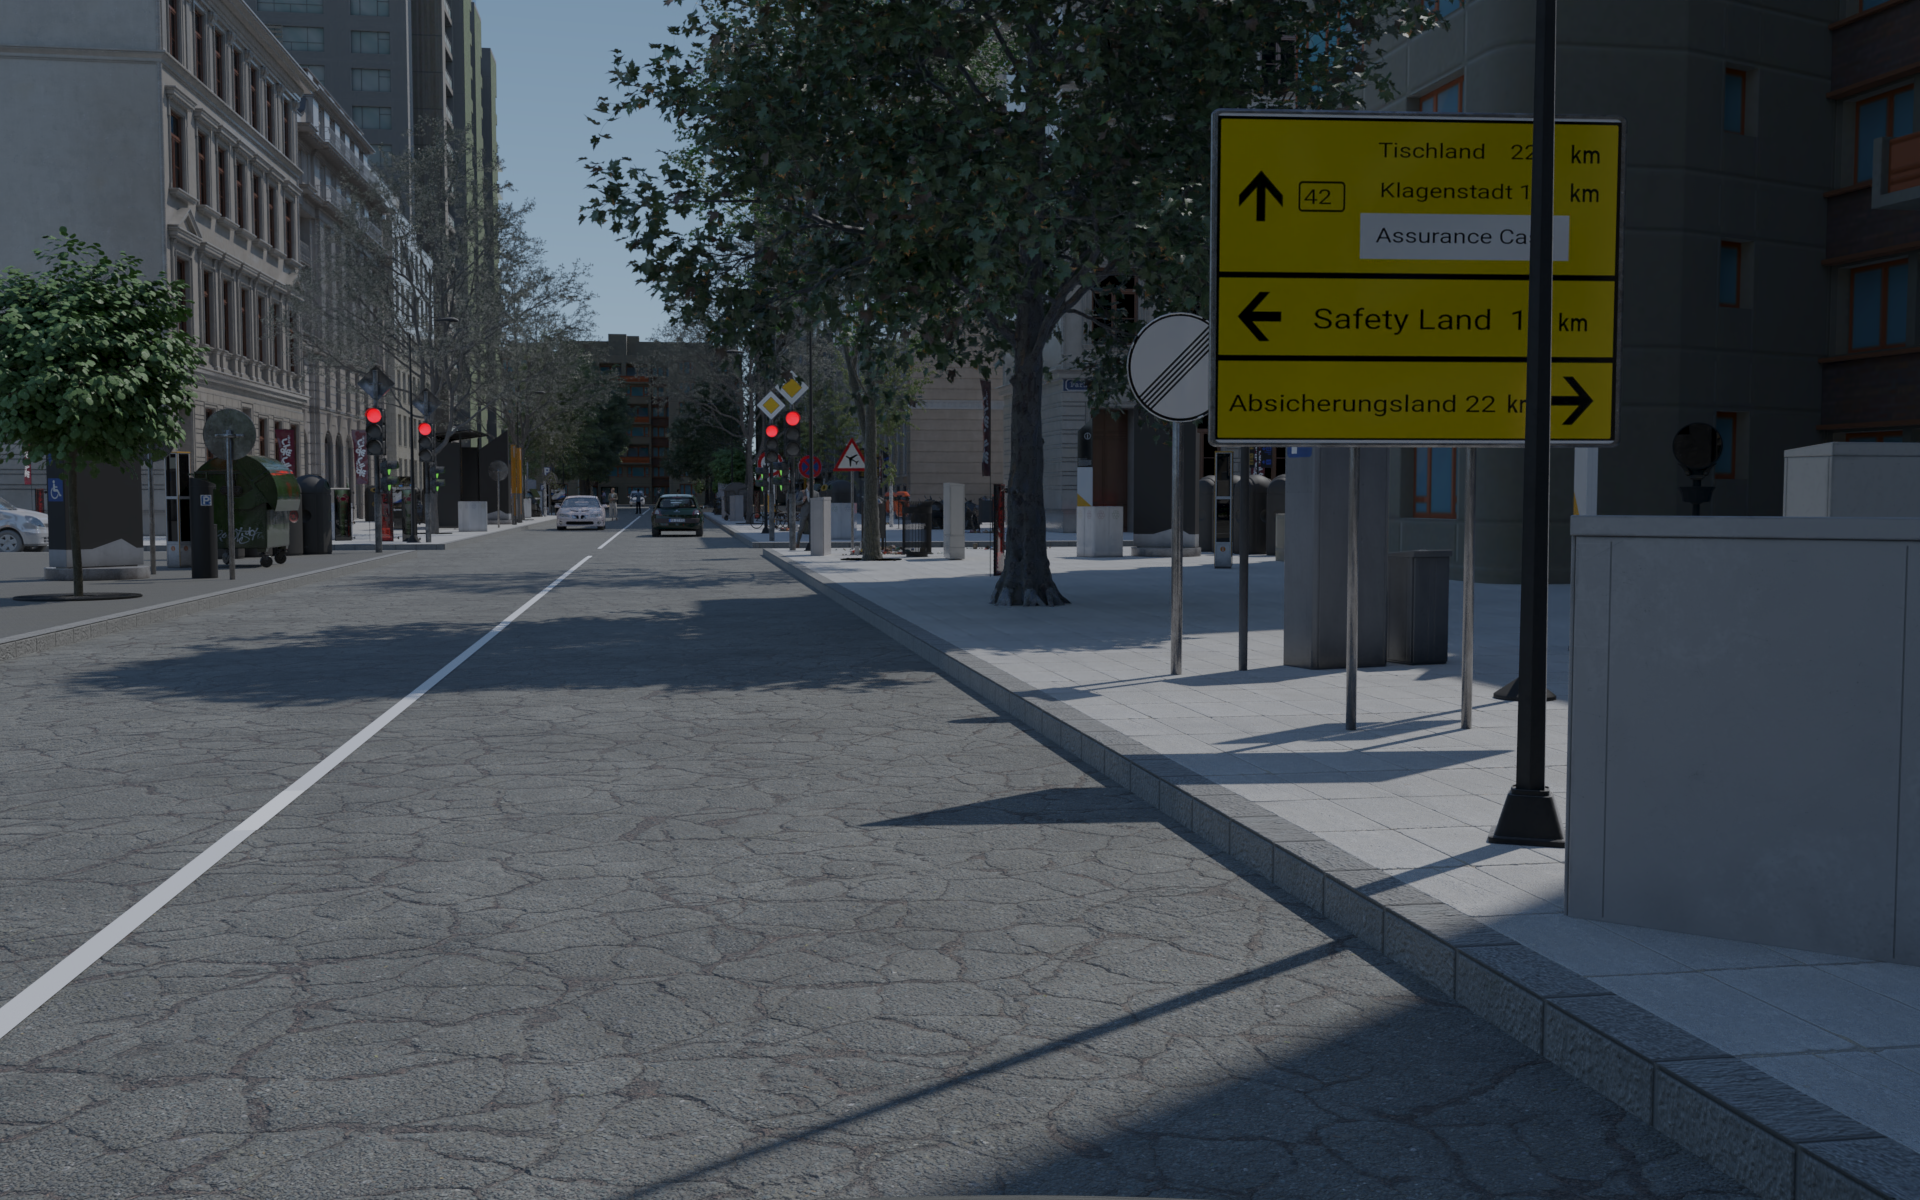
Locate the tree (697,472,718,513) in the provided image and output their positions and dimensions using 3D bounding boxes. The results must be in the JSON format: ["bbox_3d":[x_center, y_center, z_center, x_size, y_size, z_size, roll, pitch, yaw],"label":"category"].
[{"bbox_3d":[-16.403,-7.509,117.366,1.663,3.219,1.824,0,3,0],"label":"tree"}]

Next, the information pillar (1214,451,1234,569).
[{"bbox_3d":[4.545,-1.550,29.828,0.304,2.012,0.304,1,4,13],"label":"information pillar"}]

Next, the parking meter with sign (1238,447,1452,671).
[{"bbox_3d":[2.819,-1.013,12.822,1.738,3.016,0.543,-1,4,-23],"label":"parking meter with sign"}]

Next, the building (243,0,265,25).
[{"bbox_3d":[-42.930,-26.982,124.750,14.154,41.232,14.086,-1,4,-10],"label":"building"}]

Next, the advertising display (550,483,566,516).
[{"bbox_3d":[-24.050,-6.016,103.570,0.974,1.923,0.123,-3,5,-39],"label":"advertising display"}]

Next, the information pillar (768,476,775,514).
[{"bbox_3d":[-7.259,-4.606,66.661,0.183,3.616,0.504,-2,4,-32],"label":"information pillar"}]

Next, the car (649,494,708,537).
[{"bbox_3d":[-9.668,-3.034,59.384,2.009,1.686,4.222,0,4,-8],"label":"car"}]

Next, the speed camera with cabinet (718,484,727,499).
[{"bbox_3d":[-14.584,-7.190,111.890,2.038,3.252,0.660,1,4,19],"label":"speed camera with cabinet"}]

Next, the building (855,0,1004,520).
[{"bbox_3d":[2.036,-18.851,94.124,13.634,28.700,20.117,-1,4,-10],"label":"building"}]

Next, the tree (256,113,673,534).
[{"bbox_3d":[-16.773,-8.862,55.258,12.009,13.543,11.850,0,3,0],"label":"tree"}]

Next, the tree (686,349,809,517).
[{"bbox_3d":[-11.667,-9.906,96.367,7.601,10.594,8.767,-1,4,-11],"label":"tree"}]

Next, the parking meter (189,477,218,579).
[{"bbox_3d":[-11.520,-1.099,26.381,0.372,1.533,0.369,0,3,0],"label":"parking meter"}]

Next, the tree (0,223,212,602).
[{"bbox_3d":[-10.855,-2.300,21.312,4.285,4.588,4.351,0,3,0],"label":"tree"}]

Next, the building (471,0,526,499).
[{"bbox_3d":[-60.080,-52.444,170.138,31.000,86.520,22.319,-1,4,-10],"label":"building"}]

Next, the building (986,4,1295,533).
[{"bbox_3d":[12.160,-13.845,62.529,21.152,22.565,11.583,-1,4,-10],"label":"building"}]

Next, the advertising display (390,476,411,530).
[{"bbox_3d":[-20.302,-3.512,62.641,0.974,1.923,0.123,-1,4,-8],"label":"advertising display"}]

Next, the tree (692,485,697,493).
[{"bbox_3d":[-28.070,-11.716,186.160,1.663,3.219,1.824,0,3,0],"label":"tree"}]

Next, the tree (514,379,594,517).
[{"bbox_3d":[-23.237,-9.018,97.803,4.360,8.622,3.978,0,3,0],"label":"tree"}]

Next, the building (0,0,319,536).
[{"bbox_3d":[-30.574,-13.750,60.963,11.583,22.565,21.152,-1,4,-10],"label":"building"}]

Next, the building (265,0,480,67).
[{"bbox_3d":[-45.953,-27.829,138.605,14.154,41.232,14.086,-1,4,-10],"label":"building"}]

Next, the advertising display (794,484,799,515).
[{"bbox_3d":[-10.157,-6.207,106.698,0.123,1.923,0.974,1,4,19],"label":"advertising display"}]

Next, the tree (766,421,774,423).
[{"bbox_3d":[-10.518,-9.865,111.662,4.737,8.622,4.395,0,3,0],"label":"tree"}]

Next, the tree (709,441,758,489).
[{"bbox_3d":[-13.430,-7.347,103.833,4.285,4.588,4.351,0,3,0],"label":"tree"}]

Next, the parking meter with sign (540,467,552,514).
[{"bbox_3d":[-26.772,-7.047,111.476,0.543,3.016,1.738,0,4,2],"label":"parking meter with sign"}]

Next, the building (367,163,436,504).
[{"bbox_3d":[-37.969,-15.227,103.709,10.420,20.320,16.860,-1,4,-10],"label":"building"}]

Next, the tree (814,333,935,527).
[{"bbox_3d":[-2.883,-7.116,66.715,4.737,8.622,4.395,0,3,0],"label":"tree"}]

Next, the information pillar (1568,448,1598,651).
[{"bbox_3d":[5.058,-1.383,13.966,0.183,3.616,0.504,0,4,8],"label":"information pillar"}]

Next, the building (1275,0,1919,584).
[{"bbox_3d":[22.097,-10.745,20.729,27.650,21.520,28.899,-1,4,-10],"label":"building"}]

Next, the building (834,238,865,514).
[{"bbox_3d":[-1.376,-18.099,113.939,12.078,24.808,19.932,-1,4,-10],"label":"building"}]

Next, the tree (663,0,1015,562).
[{"bbox_3d":[-1.874,-6.562,33.040,9.928,11.665,9.643,0,3,0],"label":"tree"}]

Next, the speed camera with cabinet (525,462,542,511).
[{"bbox_3d":[-26.404,-6.905,107.231,0.660,3.252,2.038,-2,4,-28],"label":"speed camera with cabinet"}]

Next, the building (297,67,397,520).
[{"bbox_3d":[-35.676,-14.773,83.340,13.314,21.916,24.055,-1,4,-10],"label":"building"}]

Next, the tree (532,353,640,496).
[{"bbox_3d":[-34.705,-15.566,161.158,9.857,13.997,8.962,0,3,0],"label":"tree"}]

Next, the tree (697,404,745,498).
[{"bbox_3d":[-19.224,-11.466,137.833,4.360,8.622,3.978,0,3,0],"label":"tree"}]

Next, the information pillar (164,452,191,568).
[{"bbox_3d":[-13.617,-1.571,30.174,0.304,2.012,0.304,1,4,20],"label":"information pillar"}]

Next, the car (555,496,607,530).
[{"bbox_3d":[-15.345,-3.539,70.230,2.083,1.381,4.827,-1,4,-10],"label":"car"}]

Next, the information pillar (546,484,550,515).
[{"bbox_3d":[-25.533,-6.270,107.003,0.304,2.012,0.304,-1,4,-17],"label":"information pillar"}]

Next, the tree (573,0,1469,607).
[{"bbox_3d":[0.787,-6.282,19.718,9.611,12.733,9.660,0,3,0],"label":"tree"}]

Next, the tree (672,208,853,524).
[{"bbox_3d":[-8.842,-9.980,73.535,12.009,13.543,11.850,0,3,0],"label":"tree"}]

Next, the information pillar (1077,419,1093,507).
[{"bbox_3d":[3.875,-3.799,53.464,0.504,3.616,0.183,1,4,22],"label":"information pillar"}]

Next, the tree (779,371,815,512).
[{"bbox_3d":[-6.860,-8.431,88.216,4.737,8.622,4.395,0,3,0],"label":"tree"}]

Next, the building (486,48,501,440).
[{"bbox_3d":[-48.546,-28.712,153.040,14.154,41.232,14.086,-1,4,-10],"label":"building"}]

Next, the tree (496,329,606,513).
[{"bbox_3d":[-27.474,-12.220,117.928,7.486,12.596,7.792,0,3,0],"label":"tree"}]
